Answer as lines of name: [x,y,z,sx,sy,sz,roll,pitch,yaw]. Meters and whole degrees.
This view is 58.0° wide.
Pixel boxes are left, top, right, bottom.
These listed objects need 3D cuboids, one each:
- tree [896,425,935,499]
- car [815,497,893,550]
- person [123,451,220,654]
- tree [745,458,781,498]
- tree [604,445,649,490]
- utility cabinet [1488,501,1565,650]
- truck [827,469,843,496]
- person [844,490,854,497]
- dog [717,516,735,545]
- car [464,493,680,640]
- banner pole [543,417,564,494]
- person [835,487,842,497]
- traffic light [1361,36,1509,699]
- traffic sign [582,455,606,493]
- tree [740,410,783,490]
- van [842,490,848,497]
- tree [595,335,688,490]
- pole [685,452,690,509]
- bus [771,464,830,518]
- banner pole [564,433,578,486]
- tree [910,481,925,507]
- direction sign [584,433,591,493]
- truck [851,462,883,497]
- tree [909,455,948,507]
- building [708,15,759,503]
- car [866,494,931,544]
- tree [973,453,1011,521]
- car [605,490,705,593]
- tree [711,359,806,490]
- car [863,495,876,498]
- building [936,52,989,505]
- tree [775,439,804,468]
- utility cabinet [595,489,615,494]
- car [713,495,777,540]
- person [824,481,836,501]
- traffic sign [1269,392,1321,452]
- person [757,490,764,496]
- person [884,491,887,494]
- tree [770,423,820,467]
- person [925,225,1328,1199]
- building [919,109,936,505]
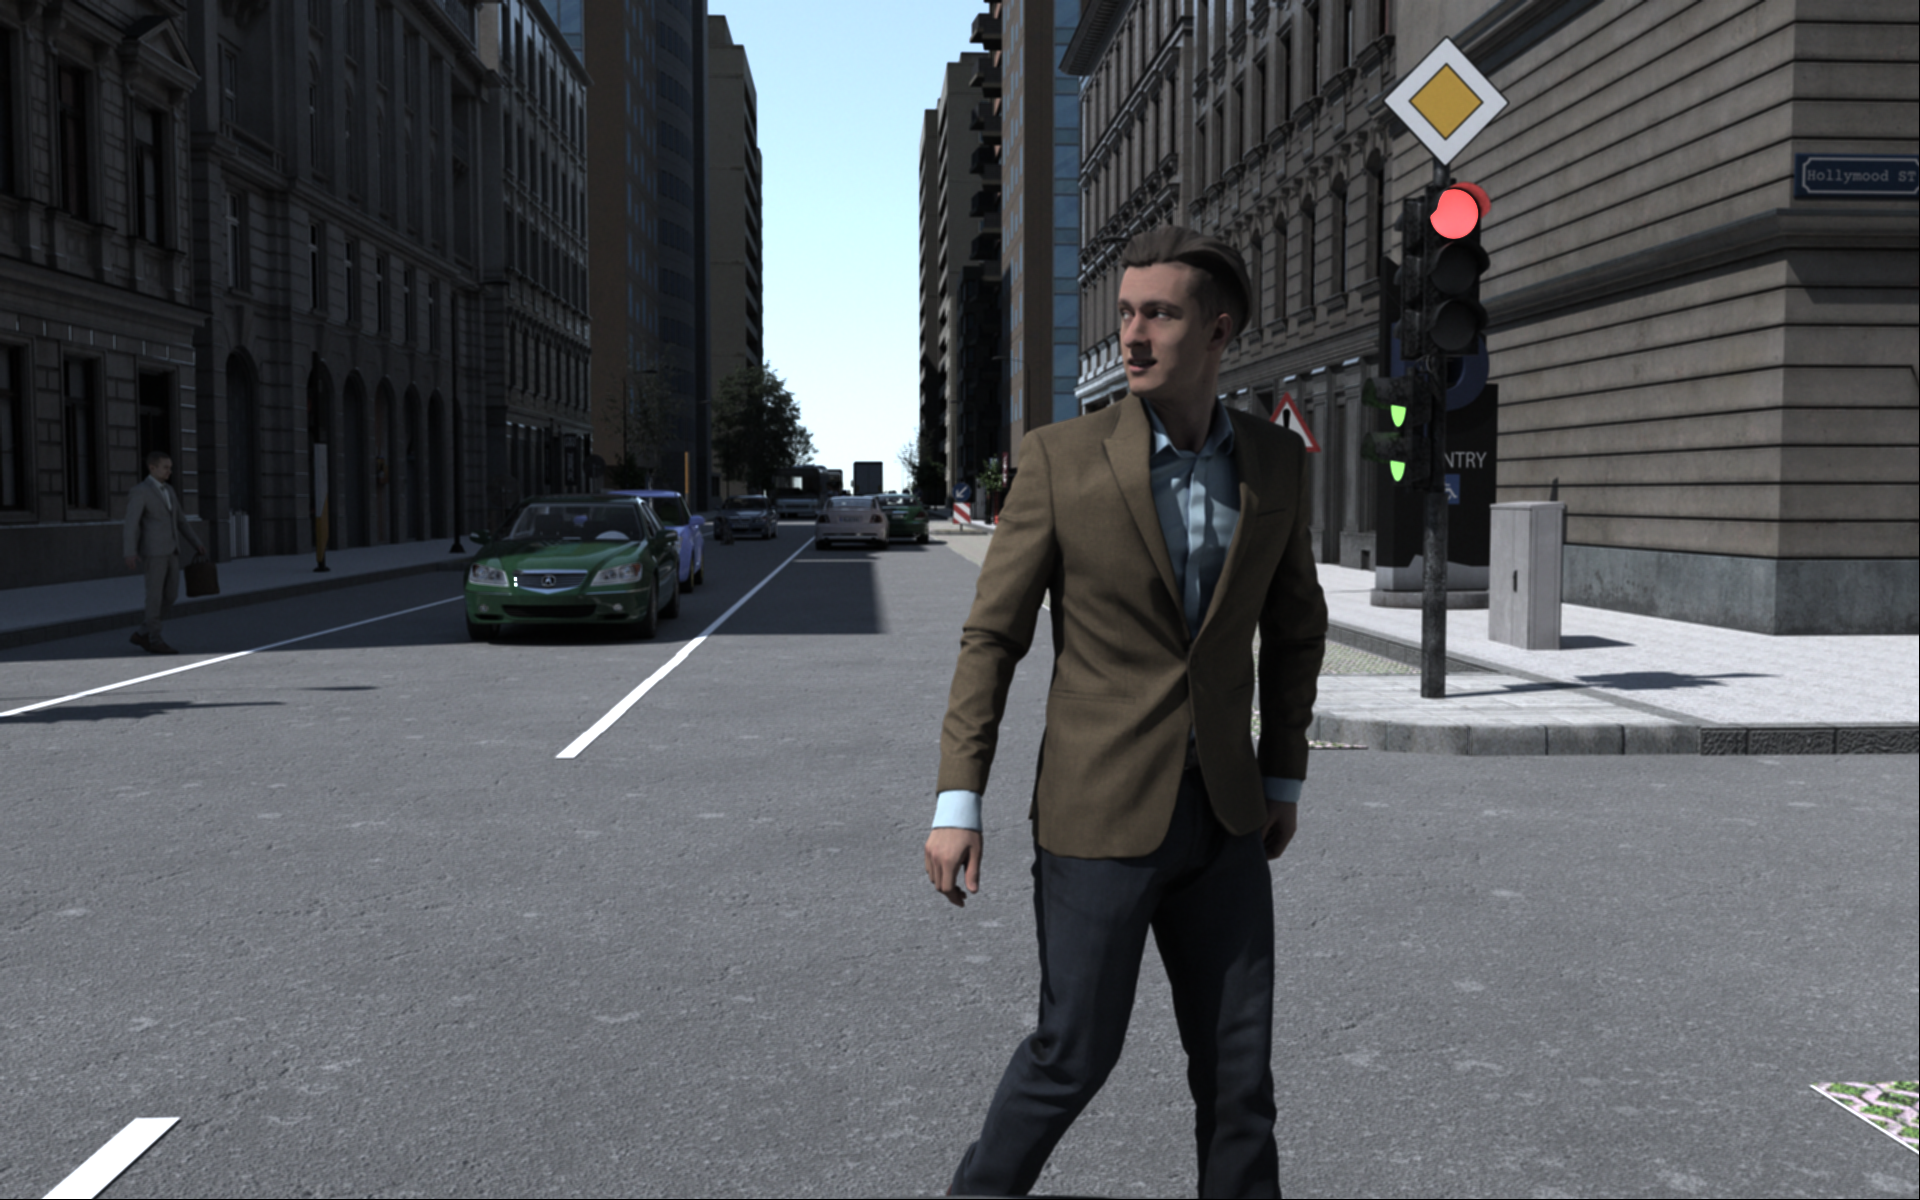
tree: [-4.333,-14.056,180.173,4.360,8.622,3.978,0,3,0]
car: [-2.829,-2.051,45.904,2.083,1.381,4.827,0,4,-1]
person: [-7.163,-0.424,15.550,0.853,1.813,0.709,1,4,10]
tree: [-17.694,-10.544,156.104,4.285,4.588,4.351,0,3,0]
tree: [-13.048,-4.538,68.796,1.663,3.219,1.824,0,3,0]
utility cabinet: [4.786,-0.217,14.702,0.306,1.237,1.020,0,4,-1]
truck: [-14.758,-12.821,198.544,2.839,4.237,11.283,0,4,-3]
person: [-8.190,-7.238,127.557,1.217,1.743,0.721,-1,4,-10]
dog: [-6.609,-1.952,48.760,0.513,0.831,0.800,0,4,-6]
car: [-4.051,-0.415,18.591,2.131,1.459,4.920,0,4,-5]
banner pole: [-13.466,-4.086,56.817,0.401,3.779,0.863,-3,4,-37]
person: [-6.860,-5.461,97.650,0.599,1.838,0.709,2,4,31]
traffic light: [2.965,-1.339,10.811,0.839,4.253,0.868,0,4,-3]
traffic sign: [-11.770,-3.402,55.731,0.768,2.556,0.104,0,4,3]
tree: [-17.493,-12.291,151.318,4.360,8.622,3.978,0,3,0]
van: [-16.255,-14.226,236.985,2.240,2.365,5.245,0,4,-2]
tree: [-14.294,-7.881,79.222,4.360,8.622,3.978,0,3,0]
pole: [-13.181,-5.503,83.815,0.158,3.312,0.155,0,3,0]
bus: [-9.566,-6.784,105.776,2.948,3.499,13.247,0,4,-2]
banner pole: [-14.255,-4.447,62.731,0.863,3.779,0.401,-2,4,-28]
tree: [-4.082,-10.914,173.045,1.663,3.219,1.824,0,3,0]
direction sign: [-13.973,-4.464,64.979,0.379,3.537,0.876,-2,4,-26]
truck: [-8.272,-10.142,154.731,2.839,4.237,11.283,0,4,-4]
tree: [-2.705,-10.022,147.571,4.285,4.588,4.351,0,3,0]
building: [-32.311,-34.020,179.927,21.300,48.544,21.600,0,4,-3]
car: [-1.886,-2.390,50.880,2.131,1.459,4.920,0,4,-3]
tree: [1.662,-5.320,81.583,1.663,3.219,1.824,0,3,0]
car: [-4.801,-1.013,26.147,1.945,1.707,3.694,0,4,-5]
tree: [-19.311,-15.635,162.289,9.857,13.997,8.962,0,3,0]
car: [-5.605,-6.064,111.513,2.083,1.381,4.827,0,4,-4]
building: [8.748,-34.508,187.901,21.300,48.544,21.600,0,4,-3]
tree: [-20.444,-15.370,201.657,4.737,8.622,4.395,0,3,0]
utility cabinet: [-14.731,-3.868,71.919,0.318,1.500,1.173,1,4,18]
car: [-6.852,-2.666,55.587,2.014,1.417,4.499,0,4,-2]
person: [-3.881,-2.678,52.386,0.778,1.811,0.616,1,4,20]
traffic sign: [4.159,-1.354,22.141,0.884,2.594,0.081,0,4,3]
person: [-10.333,-4.880,89.762,0.593,1.643,0.415,2,4,24]
person: [-8.999,-12.461,212.108,0.599,1.838,0.709,1,4,21]
tree: [-23.241,-19.051,237.232,9.928,11.665,9.643,0,3,0]
person: [0.266,0.344,2.781,0.836,1.842,0.656,3,5,41]
building: [6.063,-35.819,209.345,21.300,48.544,21.600,0,4,-3]
